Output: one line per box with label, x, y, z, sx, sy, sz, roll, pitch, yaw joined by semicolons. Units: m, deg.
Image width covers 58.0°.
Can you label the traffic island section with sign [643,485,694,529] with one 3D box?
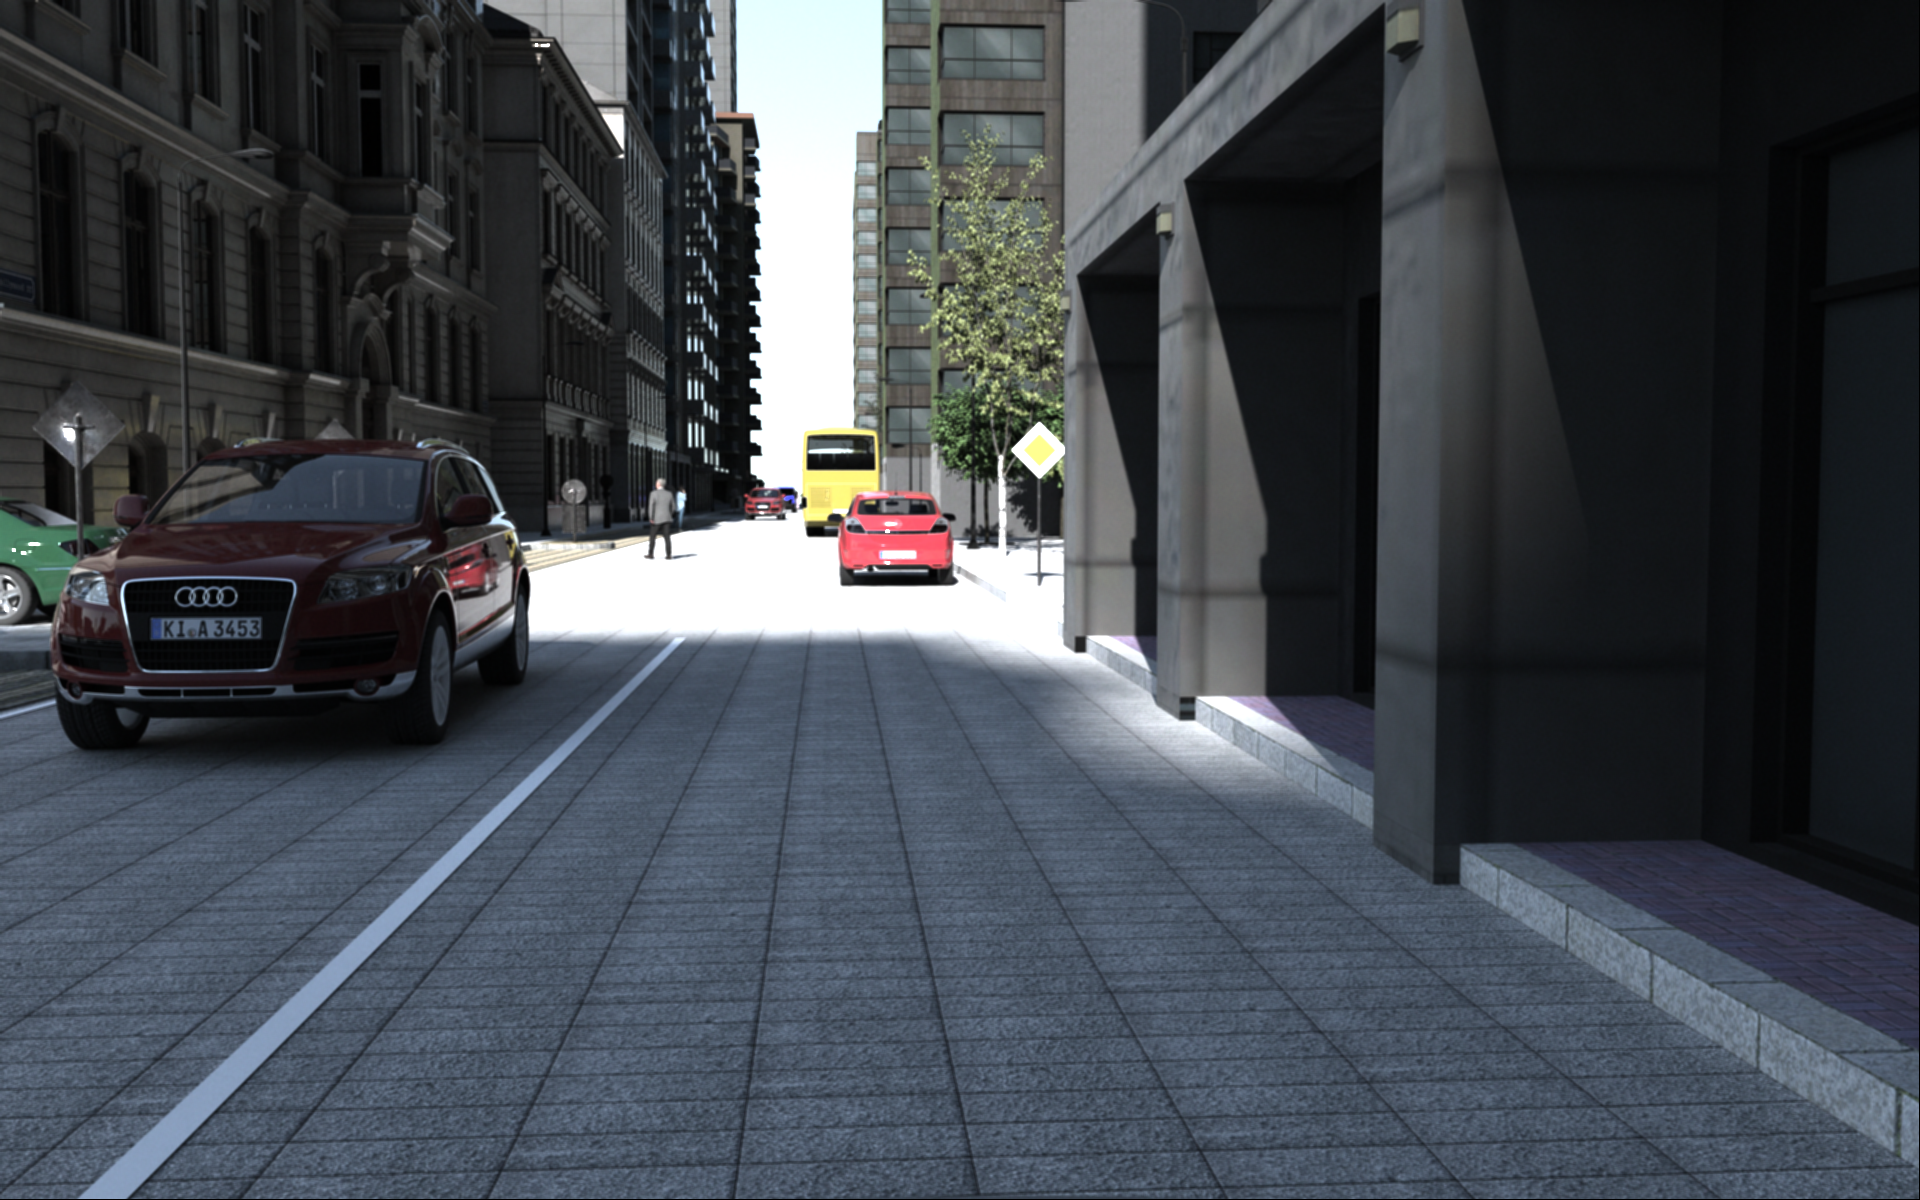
traffic island section with sign;-12.118;-3.885;72.142;1.989;1.847;2.006;0;4;-4

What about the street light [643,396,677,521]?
street light;-14.324;-6.694;81.987;1.470;5.913;1.316;0;4;-4

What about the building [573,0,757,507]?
building;-36.266;-47.719;218.461;20.563;71.187;20.611;0;4;-4

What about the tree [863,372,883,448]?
tree;-2.988;-8.861;95.236;4.360;8.622;3.978;0;3;0

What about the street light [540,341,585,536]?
street light;-12.101;-4.905;52.742;1.470;5.913;1.316;0;4;-4

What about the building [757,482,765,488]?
building;-43.825;-33.711;243.053;32.217;40.220;23.993;0;4;-4

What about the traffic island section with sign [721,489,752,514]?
traffic island section with sign;-15.957;-7.008;123.202;1.989;1.847;2.006;0;4;-4

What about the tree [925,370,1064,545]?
tree;0.757;-3.698;44.176;4.285;4.588;4.351;0;3;0

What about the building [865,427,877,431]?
building;2.601;-51.735;158.531;22.319;86.520;31.000;0;4;-4

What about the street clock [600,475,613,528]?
street clock;-13.187;-3.675;64.653;0.471;2.002;0.358;2;4;26

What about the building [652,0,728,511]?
building;-30.383;-31.380;132.664;23.786;49.044;30.456;0;4;-4

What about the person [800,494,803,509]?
person;-14.908;-9.468;164.121;1.217;1.723;0.721;1;4;16

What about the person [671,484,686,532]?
person;-10.622;-3.460;65.329;0.793;1.790;0.793;1;4;13

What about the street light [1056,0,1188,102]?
street light;1.520;-2.660;16.029;1.470;5.913;1.316;0;4;-4

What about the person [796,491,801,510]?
person;-14.932;-9.135;158.525;0.621;1.740;0.551;1;4;12

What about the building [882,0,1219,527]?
building;3.337;-18.891;80.572;14.160;30.474;14.107;0;4;-4

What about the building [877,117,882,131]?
building;-0.774;-36.809;221.437;23.786;49.044;30.456;0;4;-4

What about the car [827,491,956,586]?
car;-1.106;-1.192;28.531;2.155;1.783;4.494;0;4;-4

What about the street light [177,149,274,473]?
street light;-9.936;-3.113;23.435;1.470;5.913;1.316;0;4;-4

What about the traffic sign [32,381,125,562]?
traffic sign;-7.823;-0.719;15.400;0.795;2.450;0.064;0;4;-4

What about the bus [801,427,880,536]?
bus;-4.351;-4.333;62.393;2.896;3.916;12.252;0;4;-5

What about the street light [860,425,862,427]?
street light;-5.997;-8.813;116.631;1.470;5.913;1.316;0;4;-4

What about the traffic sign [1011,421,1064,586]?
traffic sign;1.098;-1.248;24.055;0.795;2.450;0.064;0;4;-4

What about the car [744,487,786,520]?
car;-10.745;-5.330;95.817;2.281;1.827;5.304;0;4;-3

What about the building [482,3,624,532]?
building;-19.300;-12.348;66.510;10.561;19.102;19.286;0;4;-4

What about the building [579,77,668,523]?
building;-20.058;-14.437;85.189;9.793;20.994;18.267;0;4;-4

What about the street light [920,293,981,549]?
street light;-0.230;-4.133;40.116;1.470;5.913;1.316;0;4;-4

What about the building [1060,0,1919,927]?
building;11.921;-34.648;4.746;20.563;71.187;20.611;0;4;-4

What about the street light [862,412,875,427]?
street light;-4.702;-7.710;98.605;1.470;5.913;1.316;0;4;-4

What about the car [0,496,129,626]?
car;-11.876;-0.471;19.506;4.920;1.459;2.131;0;4;-6

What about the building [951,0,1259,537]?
building;5.897;-17.527;58.264;14.160;30.474;14.107;0;4;-4

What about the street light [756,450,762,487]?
street light;-21.796;-12.892;183.319;1.470;5.913;1.316;0;4;-4

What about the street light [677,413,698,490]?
street light;-15.738;-7.762;99.447;1.470;5.913;1.316;0;4;-4

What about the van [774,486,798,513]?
van;-13.627;-7.926;133.972;2.240;2.365;5.245;0;4;-3

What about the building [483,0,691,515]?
building;-27.481;-40.857;106.271;20.563;71.187;20.611;0;4;-4

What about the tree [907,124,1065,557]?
tree;0.899;-5.159;34.708;4.737;8.622;4.395;0;3;0

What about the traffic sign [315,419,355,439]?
traffic sign;-8.421;-1.206;23.363;0.795;2.450;0.064;0;4;-4

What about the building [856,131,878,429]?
building;-4.898;-31.499;198.607;14.154;41.232;14.086;0;4;-4

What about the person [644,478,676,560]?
person;-6.603;-1.780;37.999;0.661;1.777;0.834;-3;5;-44

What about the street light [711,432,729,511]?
street light;-17.850;-9.551;128.701;1.470;5.913;1.316;0;4;-4

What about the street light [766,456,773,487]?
street light;-24.114;-14.716;213.146;1.470;5.913;1.316;0;4;-4

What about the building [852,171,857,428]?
building;-4.508;-38.157;247.562;21.300;48.544;21.600;0;4;-4

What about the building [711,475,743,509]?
building;-36.782;-28.624;159.885;32.217;40.220;23.993;0;4;-4

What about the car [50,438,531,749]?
car;-4.154;-0.173;11.499;2.281;1.827;5.304;0;4;-6

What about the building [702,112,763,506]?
building;-33.650;-33.017;194.460;22.147;44.769;28.867;0;4;-4

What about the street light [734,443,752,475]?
street light;-20.092;-11.385;158.685;1.470;5.913;1.316;0;4;-4

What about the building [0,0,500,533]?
building;-19.210;-13.446;38.934;14.460;24.649;34.723;0;4;-4

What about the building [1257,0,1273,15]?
building;20.962;-25.312;33.468;30.456;49.044;23.786;0;4;-4

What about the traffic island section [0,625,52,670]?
traffic island section;-7.846;0.417;15.460;2.009;0.180;2.903;0;4;-4

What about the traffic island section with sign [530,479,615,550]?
traffic island section with sign;-10.087;-2.241;45.263;1.989;1.847;2.006;0;4;-4

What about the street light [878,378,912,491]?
street light;-2.516;-5.921;69.357;1.470;5.913;1.316;0;4;-4
